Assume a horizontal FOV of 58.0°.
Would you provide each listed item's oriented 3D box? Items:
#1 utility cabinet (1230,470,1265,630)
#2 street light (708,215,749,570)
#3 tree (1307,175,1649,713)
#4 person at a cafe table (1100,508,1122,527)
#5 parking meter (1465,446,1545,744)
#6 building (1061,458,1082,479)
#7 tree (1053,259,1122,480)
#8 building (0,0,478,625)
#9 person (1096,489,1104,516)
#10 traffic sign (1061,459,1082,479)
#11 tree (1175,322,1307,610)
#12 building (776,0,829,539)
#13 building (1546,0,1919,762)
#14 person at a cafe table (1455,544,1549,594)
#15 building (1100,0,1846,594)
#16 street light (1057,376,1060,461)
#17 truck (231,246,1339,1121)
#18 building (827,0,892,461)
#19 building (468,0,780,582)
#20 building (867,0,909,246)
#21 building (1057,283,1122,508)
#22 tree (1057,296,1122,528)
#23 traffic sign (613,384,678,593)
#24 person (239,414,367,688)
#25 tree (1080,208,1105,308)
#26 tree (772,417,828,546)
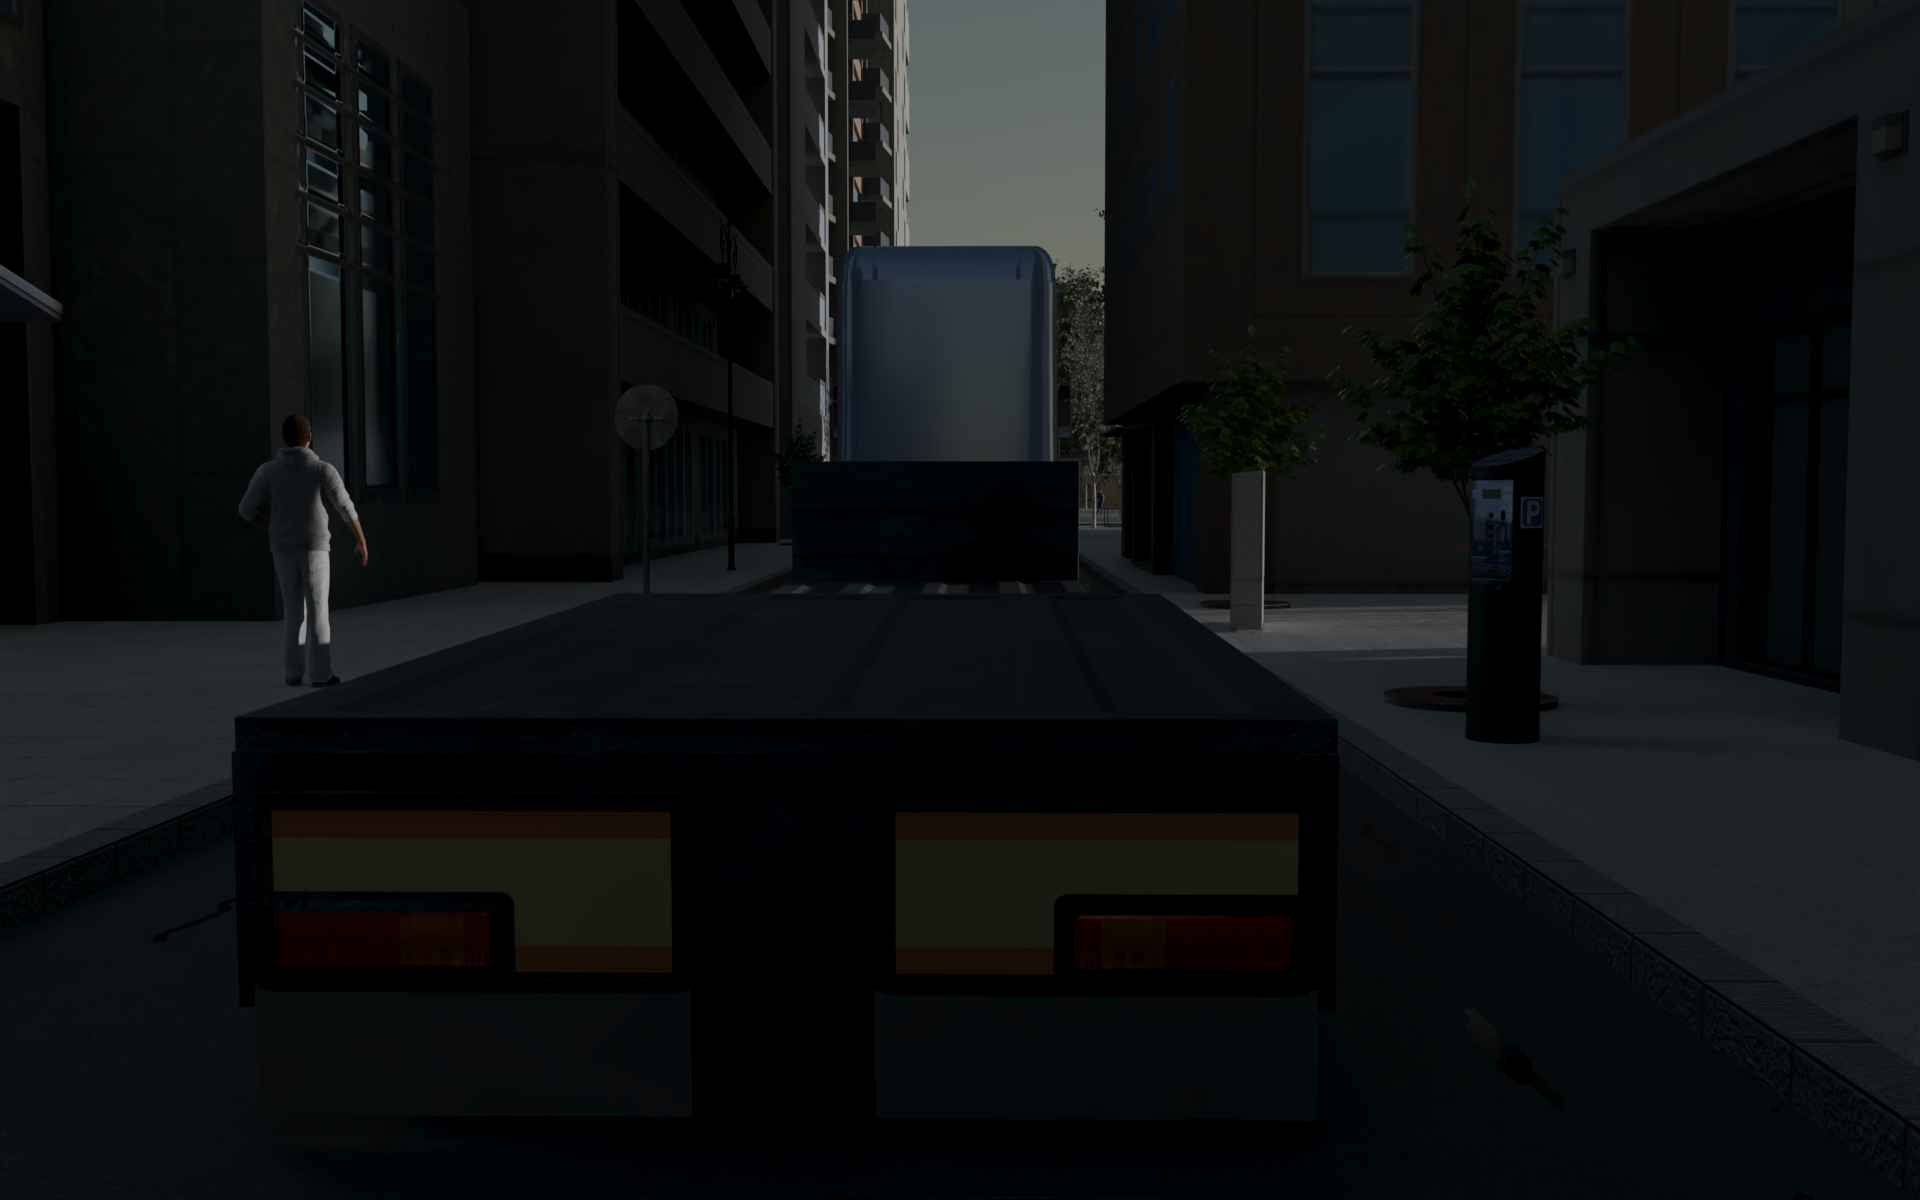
[{"bbox_3d":[2.767,-0.491,16.699,0.318,1.500,1.173,1,4,11],"label":"utility cabinet"},{"bbox_3d":[-3.850,-3.438,29.001,0.468,5.910,1.993,0,4,1],"label":"street light"},{"bbox_3d":[3.126,-0.983,10.678,1.663,3.219,1.824,0,3,0],"label":"tree"},{"bbox_3d":[6.363,-3.603,67.419,1.622,1.524,1.698,0,4,-2],"label":"person at a cafe table"},{"bbox_3d":[2.839,-0.037,9.022,0.372,1.533,0.369,0,3,0],"label":"parking meter"},{"bbox_3d":[1.670,-23.168,245.248,31.486,18.905,16.747,0,4,1],"label":"building"},{"bbox_3d":[4.807,-10.261,84.774,9.611,12.733,9.660,0,3,0],"label":"tree"},{"bbox_3d":[-16.154,-42.431,6.413,22.319,86.520,31.000,0,4,1],"label":"building"},{"bbox_3d":[8.265,-5.810,102.898,0.647,1.594,0.662,3,4,38],"label":"person"},{"bbox_3d":[3.155,-2.873,49.104,0.606,2.300,0.079,0,4,6],"label":"traffic sign"},{"bbox_3d":[3.375,-1.529,19.601,1.663,3.219,1.824,0,3,0],"label":"tree"},{"bbox_3d":[-18.759,-31.461,56.382,28.212,58.520,21.231,0,4,1],"label":"building"},{"bbox_3d":[14.732,-34.431,1.194,20.563,71.187,20.611,0,4,1],"label":"building"},{"bbox_3d":[6.674,-0.513,19.246,1.698,1.238,1.726,3,5,40],"label":"person at a cafe table"},{"bbox_3d":[9.775,-23.076,27.407,14.600,45.320,14.200,0,4,1],"label":"building"},{"bbox_3d":[3.864,-5.818,67.909,0.468,5.910,1.993,0,4,1],"label":"street light"},{"bbox_3d":[-0.237,-1.424,13.041,2.967,4.110,18.799,0,4,1],"label":"truck"},{"bbox_3d":[-15.109,-26.780,92.470,22.147,44.769,28.867,0,4,1],"label":"building"},{"bbox_3d":[-15.591,-25.116,34.350,21.300,48.544,21.600,0,4,1],"label":"building"},{"bbox_3d":[-17.601,-32.975,128.374,28.713,52.752,27.495,0,4,1],"label":"building"},{"bbox_3d":[14.214,-18.633,161.068,16.016,20.091,11.380,0,4,1],"label":"building"},{"bbox_3d":[5.022,-6.956,64.091,4.360,8.622,3.978,0,3,0],"label":"tree"},{"bbox_3d":[-3.643,-1.220,20.055,0.768,2.556,0.104,0,4,7],"label":"traffic sign"},{"bbox_3d":[-4.351,-0.330,11.586,0.875,1.805,0.789,0,4,-8],"label":"person"},{"bbox_3d":[4.887,-5.399,38.637,4.737,8.622,4.395,0,3,0],"label":"tree"},{"bbox_3d":[-3.917,-2.994,43.549,1.663,3.219,1.824,0,3,0],"label":"tree"}]
